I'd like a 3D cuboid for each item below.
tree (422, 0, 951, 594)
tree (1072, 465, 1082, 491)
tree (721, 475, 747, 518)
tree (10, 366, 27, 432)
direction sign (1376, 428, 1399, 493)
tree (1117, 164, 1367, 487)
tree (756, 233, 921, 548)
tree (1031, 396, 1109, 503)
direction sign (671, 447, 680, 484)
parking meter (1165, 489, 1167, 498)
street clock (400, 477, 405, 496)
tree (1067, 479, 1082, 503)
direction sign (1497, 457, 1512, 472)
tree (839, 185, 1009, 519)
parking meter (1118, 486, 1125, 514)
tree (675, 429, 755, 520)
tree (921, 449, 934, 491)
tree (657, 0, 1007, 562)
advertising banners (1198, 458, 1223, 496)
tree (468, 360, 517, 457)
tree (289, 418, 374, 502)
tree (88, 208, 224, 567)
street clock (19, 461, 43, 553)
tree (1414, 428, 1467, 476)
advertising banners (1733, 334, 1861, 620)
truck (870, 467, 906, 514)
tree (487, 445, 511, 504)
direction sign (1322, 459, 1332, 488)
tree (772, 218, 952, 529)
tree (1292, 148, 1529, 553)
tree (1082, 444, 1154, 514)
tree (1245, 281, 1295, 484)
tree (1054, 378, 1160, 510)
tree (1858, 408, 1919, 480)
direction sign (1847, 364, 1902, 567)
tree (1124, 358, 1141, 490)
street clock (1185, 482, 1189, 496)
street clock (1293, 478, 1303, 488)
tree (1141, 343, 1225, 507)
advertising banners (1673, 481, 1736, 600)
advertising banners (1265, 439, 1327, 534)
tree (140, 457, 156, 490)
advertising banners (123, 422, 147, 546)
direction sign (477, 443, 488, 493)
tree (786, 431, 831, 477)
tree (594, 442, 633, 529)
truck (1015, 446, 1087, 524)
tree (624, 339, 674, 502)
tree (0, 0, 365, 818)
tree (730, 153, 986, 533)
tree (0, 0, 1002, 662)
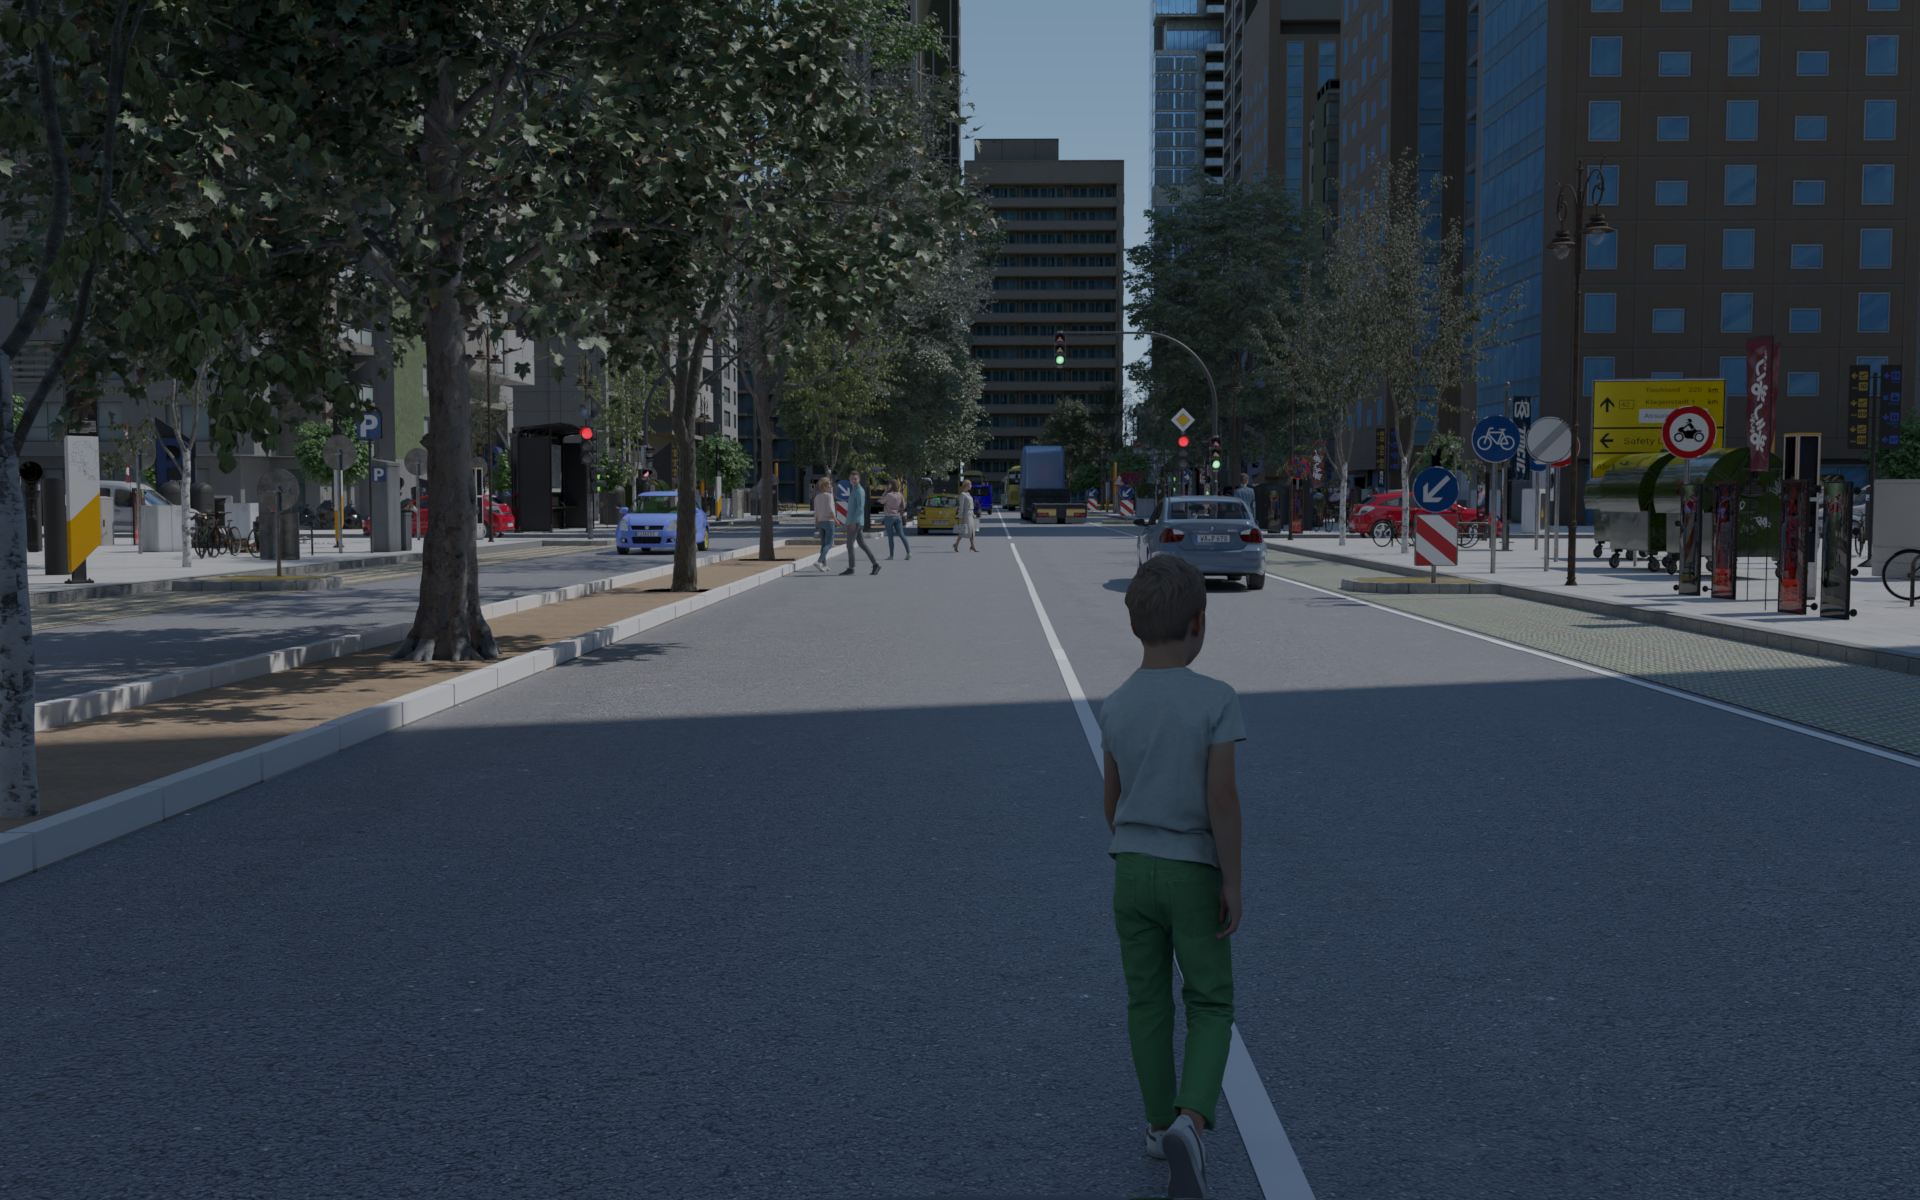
[{"bbox_3d":[-3.905,-5.906,24.784,9.928,11.665,9.643,0,3,0],"label":"tree"},{"bbox_3d":[12.223,-11.001,163.579,4.285,4.588,4.351,0,3,0],"label":"tree"},{"bbox_3d":[-12.650,-6.105,94.417,1.663,3.219,1.824,0,3,0],"label":"tree"},{"bbox_3d":[-19.330,-2.999,32.745,4.285,4.588,4.351,0,3,0],"label":"tree"},{"bbox_3d":[14.652,-4.126,59.449,0.379,3.537,0.876,-3,5,-44],"label":"direction sign"},{"bbox_3d":[10.846,-9.821,67.224,9.857,13.997,8.962,0,3,0],"label":"tree"},{"bbox_3d":[-3.391,-5.671,45.534,4.737,8.622,4.395,0,3,0],"label":"tree"},{"bbox_3d":[12.610,-17.360,200.844,9.611,12.733,9.660,0,3,0],"label":"tree"},{"bbox_3d":[-13.563,-5.602,83.590,0.876,3.537,0.379,-3,5,-41],"label":"direction sign"},{"bbox_3d":[11.125,-5.270,94.575,0.372,1.533,0.369,0,3,0],"label":"parking meter"},{"bbox_3d":[-23.844,-4.219,73.543,0.358,2.002,0.471,3,5,43],"label":"street clock"},{"bbox_3d":[12.162,-11.612,184.456,1.663,3.219,1.824,0,3,0],"label":"tree"},{"bbox_3d":[19.553,-4.294,62.199,0.876,3.537,0.379,-1,4,-17],"label":"direction sign"},{"bbox_3d":[-4.017,-14.662,98.068,12.611,20.169,13.585,0,3,0],"label":"tree"},{"bbox_3d":[10.137,-6.306,108.810,0.399,1.863,0.255,-2,4,-28],"label":"parking meter"},{"bbox_3d":[-11.991,-6.304,86.778,4.285,4.588,4.351,0,3,0],"label":"tree"},{"bbox_3d":[-2.955,-8.368,89.643,4.737,8.622,4.395,0,3,0],"label":"tree"},{"bbox_3d":[-4.098,-7.561,36.456,12.009,13.543,11.850,0,3,0],"label":"tree"},{"bbox_3d":[11.943,-5.161,80.574,2.074,3.025,0.090,-1,4,-22],"label":"advertising banners"},{"bbox_3d":[-25.130,-8.519,89.655,4.360,8.622,3.978,0,3,0],"label":"tree"},{"bbox_3d":[-24.089,-5.074,66.674,4.285,4.588,4.351,0,3,0],"label":"tree"},{"bbox_3d":[-13.674,-4.889,30.293,4.360,8.622,3.978,0,3,0],"label":"tree"},{"bbox_3d":[-20.390,-2.049,38.067,0.471,2.002,0.358,-2,4,-27],"label":"street clock"},{"bbox_3d":[24.263,-6.226,85.508,4.285,4.588,4.351,0,3,0],"label":"tree"},{"bbox_3d":[8.939,-1.364,18.489,0.090,3.025,2.074,0,4,-6],"label":"advertising banners"},{"bbox_3d":[-5.478,-7.918,125.387,3.469,3.379,9.791,0,4,0],"label":"truck"},{"bbox_3d":[-18.016,-4.525,68.583,1.663,3.219,1.824,0,3,0],"label":"tree"},{"bbox_3d":[23.923,-7.420,113.310,0.876,3.537,0.379,-1,4,-21],"label":"direction sign"},{"bbox_3d":[-3.928,-9.173,70.569,7.486,12.596,7.792,0,3,0],"label":"tree"},{"bbox_3d":[9.647,-5.297,36.962,4.360,8.622,3.978,0,3,0],"label":"tree"},{"bbox_3d":[11.109,-7.963,113.909,4.285,4.588,4.351,0,3,0],"label":"tree"},{"bbox_3d":[9.455,-5.671,43.076,4.360,8.622,3.978,0,3,0],"label":"tree"},{"bbox_3d":[11.663,-12.551,139.619,8.767,10.594,7.601,-1,4,-20],"label":"tree"},{"bbox_3d":[35.392,-4.947,64.591,4.285,4.588,4.351,0,3,0],"label":"tree"},{"bbox_3d":[16.004,-2.347,30.375,0.876,3.537,0.379,0,4,6],"label":"direction sign"},{"bbox_3d":[10.256,-8.529,89.817,4.360,8.622,3.978,0,3,0],"label":"tree"},{"bbox_3d":[11.102,-4.916,84.954,0.471,2.002,0.358,2,4,34],"label":"street clock"},{"bbox_3d":[14.938,-4.424,76.894,0.471,2.002,0.358,2,4,33],"label":"street clock"},{"bbox_3d":[10.266,-7.766,77.329,4.360,8.622,3.978,0,3,0],"label":"tree"},{"bbox_3d":[9.357,-1.528,21.172,0.090,3.025,2.074,0,4,-8],"label":"advertising banners"},{"bbox_3d":[10.828,-3.651,55.879,2.074,3.025,0.090,2,4,33],"label":"advertising banners"},{"bbox_3d":[-29.932,-4.321,65.252,1.663,3.219,1.824,0,3,0],"label":"tree"},{"bbox_3d":[-20.618,-2.881,43.292,0.090,3.025,2.074,-1,4,-13],"label":"advertising banners"},{"bbox_3d":[-21.276,-5.227,77.452,0.876,3.537,0.379,2,4,33],"label":"direction sign"},{"bbox_3d":[-10.986,-12.791,143.538,7.601,10.594,8.767,0,4,3],"label":"tree"},{"bbox_3d":[-13.260,-4.286,64.684,1.663,3.219,1.824,0,3,0],"label":"tree"},{"bbox_3d":[4.707,-6.198,91.094,2.967,4.110,18.799,0,4,0],"label":"truck"},{"bbox_3d":[-13.559,-7.355,70.614,4.737,8.622,4.395,0,3,0],"label":"tree"},{"bbox_3d":[-4.134,-3.325,7.181,4.737,8.622,4.395,0,3,0],"label":"tree"},{"bbox_3d":[-3.622,-9.337,61.765,9.857,13.997,8.962,0,3,0],"label":"tree"},{"bbox_3d":[-4.450,-5.837,14.908,9.611,12.733,9.660,0,3,0],"label":"tree"}]
